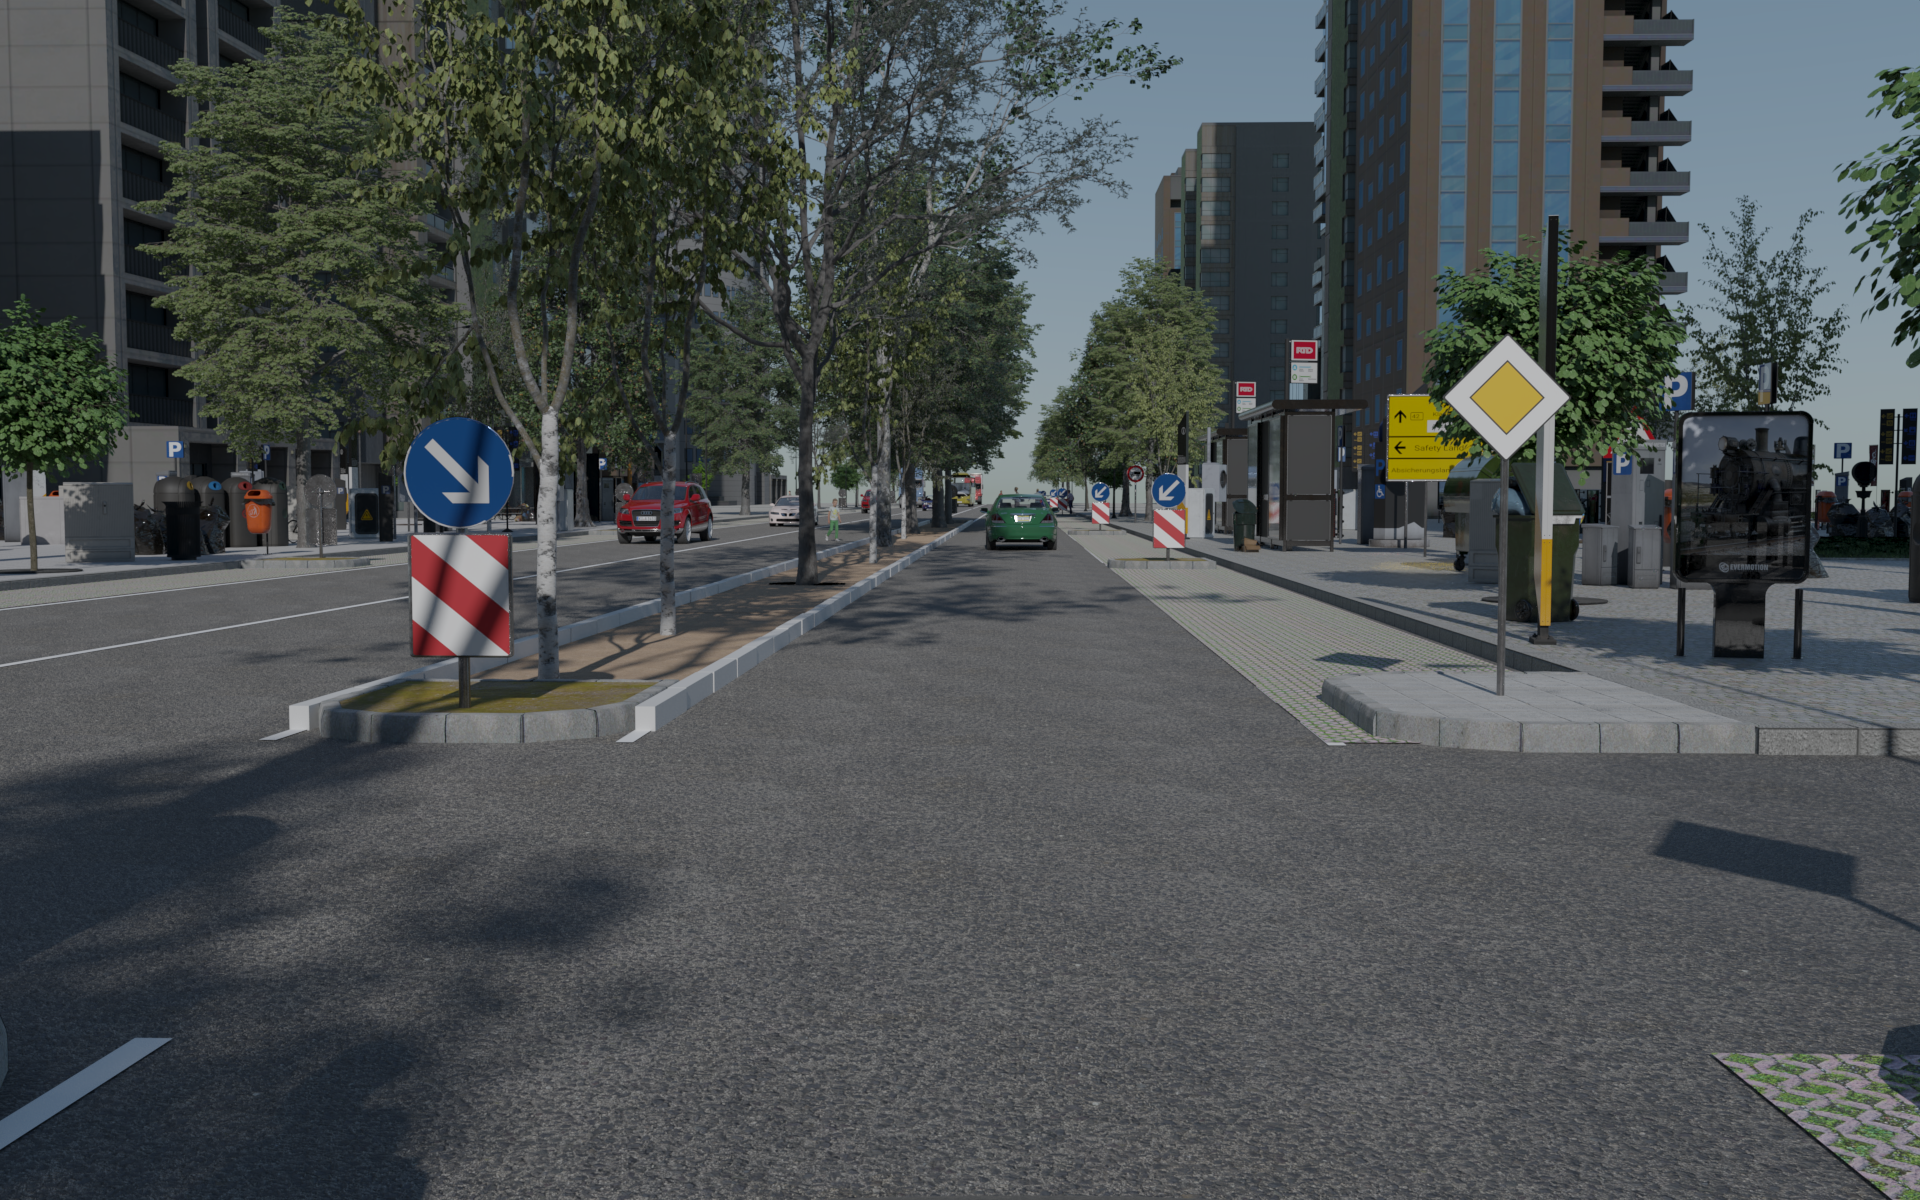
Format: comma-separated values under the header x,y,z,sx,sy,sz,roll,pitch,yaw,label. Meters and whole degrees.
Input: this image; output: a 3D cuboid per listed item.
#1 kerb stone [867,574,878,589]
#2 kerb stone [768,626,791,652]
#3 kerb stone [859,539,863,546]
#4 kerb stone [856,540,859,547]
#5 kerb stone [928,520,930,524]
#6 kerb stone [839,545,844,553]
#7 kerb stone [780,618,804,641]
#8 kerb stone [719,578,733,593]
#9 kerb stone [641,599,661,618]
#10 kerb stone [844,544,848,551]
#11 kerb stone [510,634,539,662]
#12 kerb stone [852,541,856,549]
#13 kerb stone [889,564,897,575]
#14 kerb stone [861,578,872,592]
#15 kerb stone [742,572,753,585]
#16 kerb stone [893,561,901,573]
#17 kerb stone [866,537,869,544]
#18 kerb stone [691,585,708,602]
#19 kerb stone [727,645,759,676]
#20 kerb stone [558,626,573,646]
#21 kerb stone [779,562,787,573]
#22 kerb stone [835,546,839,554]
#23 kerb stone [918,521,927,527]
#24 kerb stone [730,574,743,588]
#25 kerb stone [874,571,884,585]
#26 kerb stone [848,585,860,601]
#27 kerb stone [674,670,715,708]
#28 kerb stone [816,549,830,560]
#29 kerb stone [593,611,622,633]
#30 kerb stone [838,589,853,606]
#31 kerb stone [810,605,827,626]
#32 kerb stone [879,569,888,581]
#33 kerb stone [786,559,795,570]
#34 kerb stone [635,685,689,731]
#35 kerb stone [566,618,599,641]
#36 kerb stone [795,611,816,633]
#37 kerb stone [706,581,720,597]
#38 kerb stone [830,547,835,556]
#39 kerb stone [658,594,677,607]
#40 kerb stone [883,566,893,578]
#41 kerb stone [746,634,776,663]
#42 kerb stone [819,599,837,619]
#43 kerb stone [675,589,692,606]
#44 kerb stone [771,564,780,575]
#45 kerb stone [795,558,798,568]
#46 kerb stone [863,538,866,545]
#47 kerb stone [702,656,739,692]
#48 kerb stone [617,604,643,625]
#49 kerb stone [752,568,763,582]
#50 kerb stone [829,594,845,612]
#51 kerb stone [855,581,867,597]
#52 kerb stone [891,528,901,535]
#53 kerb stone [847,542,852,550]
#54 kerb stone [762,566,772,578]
x,y,z,sx,sy,sz,roll,pitch,yaw,label
-1.381,-0.251,26.316,0.120,0.150,1.000,0,4,2,kerb stone
-1.718,0.381,16.085,0.120,0.150,1.000,0,4,2,kerb stone
-2.797,-1.505,46.852,0.120,0.150,1.000,0,4,2,kerb stone
-2.836,-1.446,45.830,0.120,0.150,1.000,0,4,2,kerb stone
-1.642,-3.639,81.695,0.120,0.150,1.000,0,4,2,kerb stone
-2.974,-1.190,41.728,0.120,0.150,1.000,0,4,2,kerb stone
-1.690,0.314,17.110,0.120,0.150,1.000,0,4,2,kerb stone
-3.505,-0.187,25.321,0.120,0.150,1.000,0,4,2,kerb stone
-3.687,0.122,20.214,0.120,0.150,1.000,0,4,2,kerb stone
-2.935,-1.253,42.757,0.120,0.150,1.000,0,4,2,kerb stone
-3.855,0.434,15.104,0.120,0.150,1.000,0,4,2,kerb stone
-2.870,-1.383,44.808,0.120,0.150,1.000,0,4,2,kerb stone
-1.240,-0.500,30.401,0.120,0.150,1.000,0,4,2,kerb stone
-1.419,-0.190,25.294,0.120,0.150,1.000,0,4,2,kerb stone
-3.447,-0.317,27.378,0.120,0.150,1.000,0,4,2,kerb stone
-1.207,-0.563,31.427,0.120,0.150,1.000,0,4,2,kerb stone
-2.729,-1.633,48.895,0.120,0.150,1.000,0,4,2,kerb stone
-3.577,-0.066,23.278,0.120,0.150,1.000,0,4,2,kerb stone
-1.780,0.500,14.028,0.120,0.150,1.000,0,4,2,kerb stone
-3.815,0.374,16.126,0.120,0.150,1.000,0,4,2,kerb stone
-3.312,-0.568,31.480,0.120,0.150,1.000,0,4,2,kerb stone
-3.009,-1.132,40.707,0.120,0.150,1.000,0,4,2,kerb stone
-1.716,-3.514,79.646,0.120,0.150,1.000,0,4,2,kerb stone
-3.478,-0.254,26.355,0.120,0.150,1.000,0,4,2,kerb stone
-1.341,-0.314,27.337,0.120,0.150,1.000,0,4,2,kerb stone
-1.479,-0.060,23.244,0.120,0.150,1.000,0,4,2,kerb stone
-1.858,0.625,11.981,0.120,0.150,1.000,0,4,2,kerb stone
-3.071,-1.007,38.662,0.120,0.150,1.000,0,4,2,kerb stone
-3.746,0.246,18.171,0.120,0.150,1.000,0,4,2,kerb stone
-1.517,-0.001,22.222,0.120,0.150,1.000,0,4,2,kerb stone
-1.610,0.195,19.153,0.120,0.150,1.000,0,4,2,kerb stone
-1.316,-0.377,28.358,0.120,0.150,1.000,0,4,2,kerb stone
-3.270,-0.631,32.504,0.120,0.150,1.000,0,4,2,kerb stone
-1.884,0.687,10.959,0.120,0.150,1.000,0,4,2,kerb stone
-3.778,0.310,17.149,0.120,0.150,1.000,0,4,2,kerb stone
-1.649,0.249,18.131,0.120,0.150,1.000,0,4,2,kerb stone
-3.544,-0.126,24.299,0.120,0.150,1.000,0,4,2,kerb stone
-3.031,-1.070,39.685,0.120,0.150,1.000,0,4,2,kerb stone
-3.654,0.059,21.235,0.120,0.150,1.000,0,4,2,kerb stone
-1.282,-0.439,29.380,0.120,0.150,1.000,0,4,2,kerb stone
-1.752,0.437,15.052,0.120,0.150,1.000,0,4,2,kerb stone
-1.576,0.126,20.174,0.120,0.150,1.000,0,4,2,kerb stone
-3.625,-0.004,22.257,0.120,0.150,1.000,0,4,2,kerb stone
-3.337,-0.505,30.458,0.120,0.150,1.000,0,4,2,kerb stone
-3.236,-0.693,33.526,0.120,0.150,1.000,0,4,2,kerb stone
-2.765,-1.570,47.873,0.120,0.150,1.000,0,4,2,kerb stone
-1.818,0.562,13.002,0.120,0.150,1.000,0,4,2,kerb stone
-3.714,0.184,19.192,0.120,0.150,1.000,0,4,2,kerb stone
-3.402,-0.380,28.415,0.120,0.150,1.000,0,4,2,kerb stone
-1.548,0.061,21.201,0.120,0.150,1.000,0,4,2,kerb stone
-1.444,-0.127,24.272,0.120,0.150,1.000,0,4,2,kerb stone
-2.292,-2.448,62.216,0.120,0.150,1.000,0,4,2,kerb stone
-2.907,-1.319,43.780,0.120,0.150,1.000,0,4,2,kerb stone
-3.376,-0.443,29.437,0.120,0.150,1.000,0,4,2,kerb stone
